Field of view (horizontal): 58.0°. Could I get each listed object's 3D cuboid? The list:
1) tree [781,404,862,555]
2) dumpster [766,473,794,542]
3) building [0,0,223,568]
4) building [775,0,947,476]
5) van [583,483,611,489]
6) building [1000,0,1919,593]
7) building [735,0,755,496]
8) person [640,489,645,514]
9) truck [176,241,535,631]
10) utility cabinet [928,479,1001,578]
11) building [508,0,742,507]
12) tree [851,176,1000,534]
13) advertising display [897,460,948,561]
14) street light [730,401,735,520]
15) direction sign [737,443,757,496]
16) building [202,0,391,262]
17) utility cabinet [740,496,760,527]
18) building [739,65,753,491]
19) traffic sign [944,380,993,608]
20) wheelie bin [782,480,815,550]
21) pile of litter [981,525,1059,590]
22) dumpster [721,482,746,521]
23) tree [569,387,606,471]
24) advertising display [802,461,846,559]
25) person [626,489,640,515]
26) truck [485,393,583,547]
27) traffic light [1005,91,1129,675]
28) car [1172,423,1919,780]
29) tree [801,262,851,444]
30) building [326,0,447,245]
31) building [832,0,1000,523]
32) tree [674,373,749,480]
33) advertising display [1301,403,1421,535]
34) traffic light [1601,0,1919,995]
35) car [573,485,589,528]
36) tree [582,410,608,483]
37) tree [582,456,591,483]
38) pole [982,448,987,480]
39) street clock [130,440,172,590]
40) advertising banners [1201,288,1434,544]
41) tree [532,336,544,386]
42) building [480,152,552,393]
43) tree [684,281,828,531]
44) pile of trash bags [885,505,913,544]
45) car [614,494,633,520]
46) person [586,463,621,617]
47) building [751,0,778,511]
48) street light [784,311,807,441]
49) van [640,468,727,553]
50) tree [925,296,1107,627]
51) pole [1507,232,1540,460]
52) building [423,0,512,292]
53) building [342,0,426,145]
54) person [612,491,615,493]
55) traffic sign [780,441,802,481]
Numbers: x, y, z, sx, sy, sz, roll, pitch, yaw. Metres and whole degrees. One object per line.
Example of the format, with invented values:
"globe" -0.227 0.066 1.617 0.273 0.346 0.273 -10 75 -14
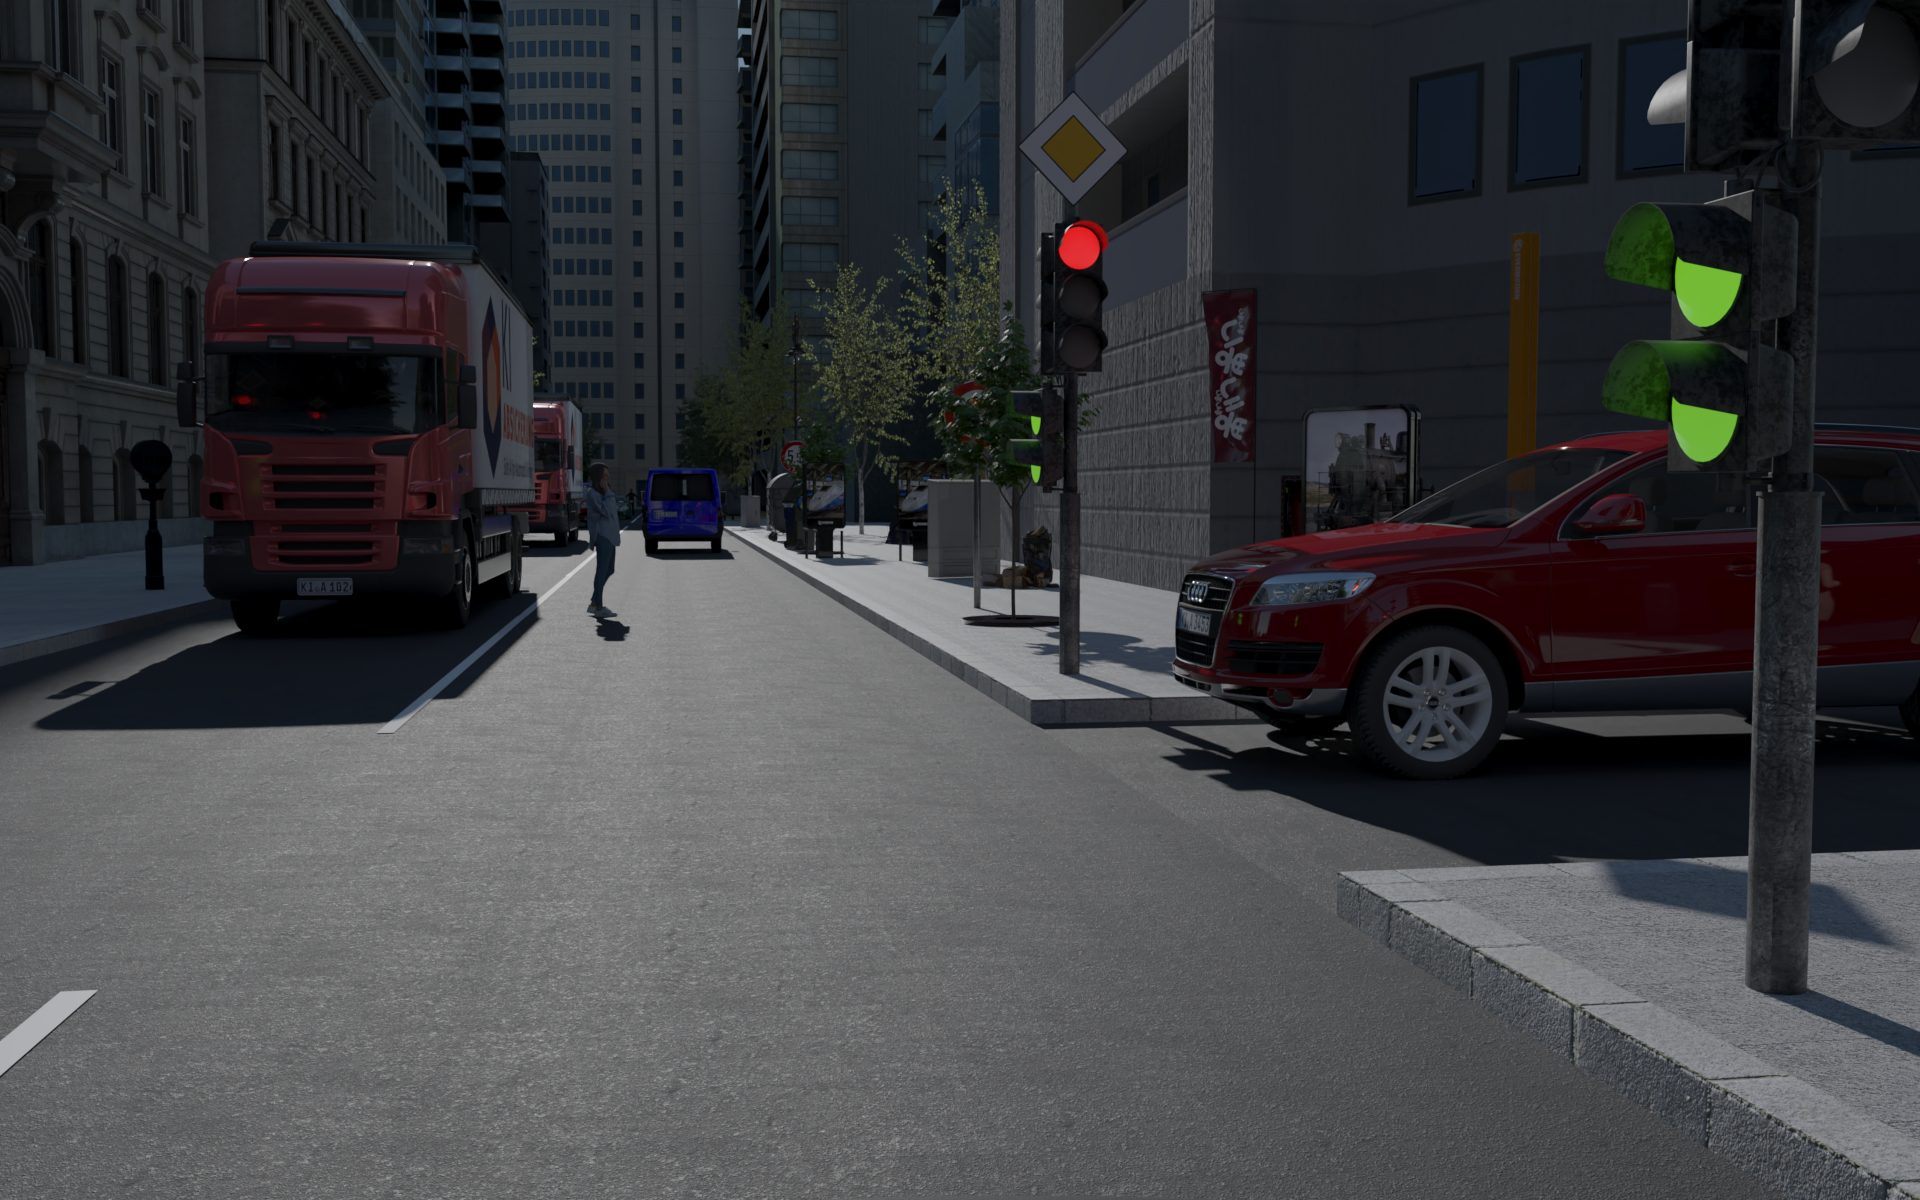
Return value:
"tree" -3.096 -2.587 36.895 1.663 3.219 1.824 0 3 0
"dumpster" -4.596 -2.535 47.208 1.264 1.857 1.865 -1 4 -10
"building" -22.012 -12.782 28.067 14.460 24.649 34.723 -1 4 -10
"building" -3.997 -25.631 102.668 14.154 41.232 14.086 -1 4 -10
"van" -19.215 -5.270 90.545 2.240 2.365 5.245 -1 4 -9
"building" 16.095 -29.612 26.151 28.212 58.520 21.231 -1 4 -10
"building" -7.444 -30.063 146.156 22.147 44.769 28.867 -1 4 -10
"person" -22.140 -6.882 121.534 0.721 1.766 1.217 -1 4 -19
"truck" -6.995 -2.002 21.640 2.839 4.237 11.283 -1 4 -9
"utility cabinet" 0.076 -1.088 26.462 1.173 1.500 0.318 -3 4 -37
"building" -37.390 -39.001 179.666 28.212 58.520 21.231 -1 4 -10
"tree" 0.525 -5.464 39.703 4.360 8.622 3.978 0 3 0
"advertising display" -0.717 -1.703 33.058 0.974 1.923 0.123 1 4 8
"street light" -11.295 -6.920 85.922 0.468 5.910 1.993 -1 4 -10
"direction sign" -9.411 -5.171 76.538 0.876 3.537 0.379 1 4 10
"building" -24.997 -11.658 55.242 10.561 19.102 19.286 -1 4 -10
"utility cabinet" -8.132 -3.432 67.269 0.306 1.237 1.020 2 4 24
"building" -15.845 -32.401 179.859 14.200 45.320 14.600 -1 4 -10
"traffic sign" 0.196 -1.181 19.419 0.768 2.556 0.104 0 4 -7
"wheelie bin" -3.671 -1.953 39.839 0.693 1.594 0.980 -2 4 -31
"pile of litter" 0.830 -0.615 24.015 1.176 0.858 1.719 1 4 13
"dumpster" -10.806 -4.721 82.951 1.264 1.857 1.865 -1 4 -10
"tree" -26.967 -10.374 119.984 4.737 8.622 4.395 0 3 0
"advertising display" -2.709 -1.795 34.564 0.974 1.923 0.123 -3 4 -39
"person" -22.273 -6.648 117.332 1.348 1.807 0.705 0 4 3
"truck" -12.413 -3.747 50.178 2.839 4.237 11.283 -1 4 -10
"traffic light" 0.763 -1.427 12.258 0.839 4.253 0.868 -1 4 -10
"car" 3.838 -0.072 9.854 5.304 1.827 2.281 -1 4 -10
"tree" -3.075 -6.381 54.692 4.360 8.622 3.978 0 3 0
"building" -28.205 -13.396 73.781 10.420 20.320 16.860 -1 4 -10
"building" 7.099 -46.446 72.056 22.319 86.520 31.000 -1 4 -10
"tree" -23.174 -14.983 163.092 7.486 12.596 7.792 0 3 0
"advertising display" 2.913 -0.456 12.671 0.123 1.923 0.974 -3 5 -40
"traffic light" 2.103 -0.946 4.386 0.839 4.253 0.868 -1 4 -10
"car" -16.740 -4.034 74.637 2.281 1.827 5.304 -1 4 -8
"tree" -32.995 -12.314 151.692 4.360 8.622 3.978 0 3 0
"tree" -28.540 -8.766 127.033 4.285 4.588 4.351 0 3 0
"pole" 0.761 -3.674 53.908 0.158 3.312 0.155 0 3 0
"street clock" -10.797 -1.137 23.166 0.471 2.002 0.358 -3 5 -44
"advertising banners" 2.935 -1.117 14.451 2.074 3.025 0.090 2 4 35
"tree" -18.672 -7.235 68.651 4.360 8.622 3.978 0 3 0
"building" -42.292 -23.017 148.035 14.107 30.474 14.160 -1 4 -10
"tree" -6.661 -6.742 60.594 4.737 8.622 4.395 0 3 0
"pile of trash bags" -0.292 -2.172 45.265 1.912 1.369 3.447 3 4 37
"car" -19.677 -5.310 98.610 2.131 1.459 4.920 -1 4 -10
"person" -4.193 -0.700 20.217 0.793 1.790 0.793 -2 4 -32
"building" -3.229 -30.399 120.727 21.300 48.544 21.600 -1 4 -10
"street light" -4.167 -4.354 43.968 0.468 5.910 1.993 -1 4 -10
"van" -6.973 -2.403 43.681 2.240 2.365 5.245 -1 4 -9
"tree" 0.407 -1.380 17.160 1.663 3.219 1.824 0 3 0
"pole" 4.429 -1.212 13.661 0.158 3.312 0.155 0 3 0
"building" -42.129 -49.420 120.695 22.319 86.520 31.000 -1 4 -10
"building" -42.423 -24.579 93.751 32.217 40.220 23.993 -1 4 -10
"person" -28.833 -8.224 143.902 0.756 1.711 0.436 2 4 24
"traffic sign" -3.910 -2.530 41.464 0.768 2.556 0.104 0 4 -2
